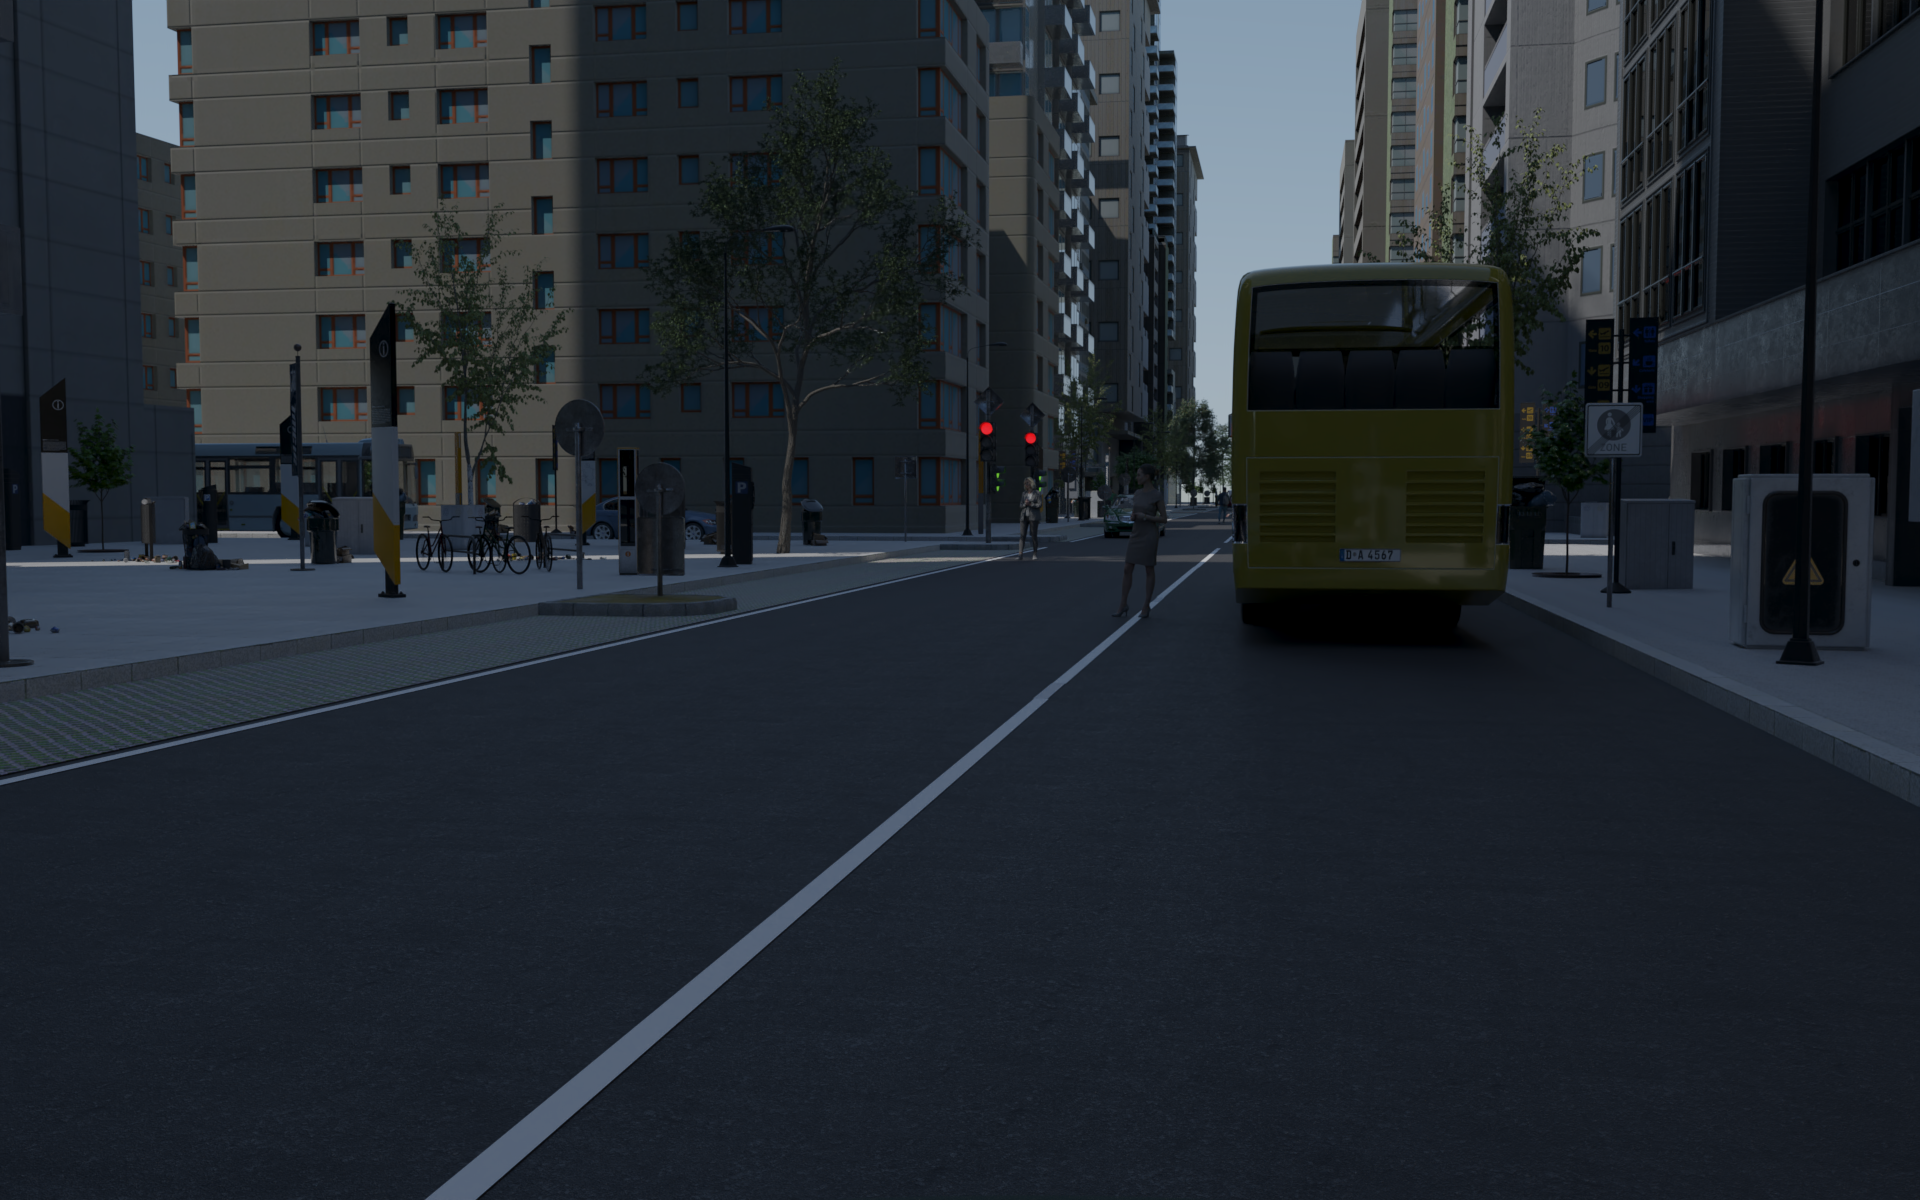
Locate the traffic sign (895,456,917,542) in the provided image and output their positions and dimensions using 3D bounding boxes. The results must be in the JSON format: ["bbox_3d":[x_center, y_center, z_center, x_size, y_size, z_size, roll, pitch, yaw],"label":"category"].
[{"bbox_3d":[-1.462,-2.716,46.530,0.606,2.300,0.079,1,4,15],"label":"traffic sign"}]

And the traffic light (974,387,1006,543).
[{"bbox_3d":[0.759,-3.443,45.211,0.839,4.253,0.868,1,4,11],"label":"traffic light"}]

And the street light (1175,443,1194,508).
[{"bbox_3d":[20.282,-11.343,157.994,1.470,5.913,1.316,1,4,11],"label":"street light"}]

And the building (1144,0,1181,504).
[{"bbox_3d":[18.582,-56.010,228.433,22.319,86.520,31.000,1,4,11],"label":"building"}]

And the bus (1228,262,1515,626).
[{"bbox_3d":[4.758,-1.850,21.796,2.896,3.916,12.252,1,4,9],"label":"bus"}]

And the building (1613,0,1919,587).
[{"bbox_3d":[18.719,-12.465,22.870,14.314,24.678,30.058,1,4,11],"label":"building"}]

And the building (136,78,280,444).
[{"bbox_3d":[-53.975,-14.557,83.046,28.899,21.520,27.650,1,4,11],"label":"building"}]

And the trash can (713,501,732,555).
[{"bbox_3d":[-4.882,-1.544,36.898,0.748,1.137,0.748,0,3,0],"label":"trash can"}]

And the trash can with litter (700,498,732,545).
[{"bbox_3d":[-6.095,-1.979,43.745,1.055,1.170,0.624,2,4,28],"label":"trash can with litter"}]

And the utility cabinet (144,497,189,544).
[{"bbox_3d":[-20.228,-2.020,44.185,1.020,1.237,0.306,0,4,-3],"label":"utility cabinet"}]

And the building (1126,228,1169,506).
[{"bbox_3d":[14.996,-25.432,187.510,14.160,30.474,14.107,1,4,11],"label":"building"}]

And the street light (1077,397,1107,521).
[{"bbox_3d":[6.380,-6.777,83.337,1.470,5.913,1.316,1,4,11],"label":"street light"}]

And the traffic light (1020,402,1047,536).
[{"bbox_3d":[2.223,-3.923,53.061,0.839,4.253,0.868,1,4,11],"label":"traffic light"}]

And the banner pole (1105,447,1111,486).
[{"bbox_3d":[7.976,-6.318,93.314,0.401,3.779,0.863,-1,4,-16],"label":"banner pole"}]

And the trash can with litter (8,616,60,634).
[{"bbox_3d":[-9.139,-0.288,15.763,1.678,1.210,2.233,0,4,-6],"label":"trash can with litter"}]

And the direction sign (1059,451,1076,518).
[{"bbox_3d":[5.693,-6.099,91.710,0.876,3.537,0.379,0,4,-4],"label":"direction sign"}]

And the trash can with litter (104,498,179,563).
[{"bbox_3d":[-15.405,-1.329,32.783,1.678,1.210,2.233,-2,4,-35],"label":"trash can with litter"}]

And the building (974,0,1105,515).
[{"bbox_3d":[-3.495,-29.897,108.420,23.786,49.044,30.456,1,4,11],"label":"building"}]

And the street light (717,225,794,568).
[{"bbox_3d":[-3.546,-3.523,30.138,1.470,5.913,1.316,1,4,11],"label":"street light"}]

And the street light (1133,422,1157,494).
[{"bbox_3d":[11.854,-8.564,112.568,1.470,5.913,1.316,1,4,11],"label":"street light"}]

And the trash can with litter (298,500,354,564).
[{"bbox_3d":[-11.677,-1.259,31.974,0.624,1.170,1.055,1,4,9],"label":"trash can with litter"}]

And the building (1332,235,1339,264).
[{"bbox_3d":[65.426,-36.028,272.644,14.154,41.232,14.086,1,4,11],"label":"building"}]

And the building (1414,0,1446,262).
[{"bbox_3d":[34.343,-27.612,101.569,14.600,45.320,14.200,1,4,11],"label":"building"}]

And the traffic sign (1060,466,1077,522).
[{"bbox_3d":[4.946,-4.830,79.083,0.768,2.556,0.104,1,4,18],"label":"traffic sign"}]

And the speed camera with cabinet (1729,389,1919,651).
[{"bbox_3d":[7.522,-1.219,14.269,2.038,3.252,0.660,1,4,13],"label":"speed camera with cabinet"}]

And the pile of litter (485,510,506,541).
[{"bbox_3d":[-13.058,-2.053,47.539,1.176,0.858,1.719,-2,4,-32],"label":"pile of litter"}]

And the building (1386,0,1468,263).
[{"bbox_3d":[40.858,-27.749,137.289,14.154,41.232,14.086,1,4,11],"label":"building"}]

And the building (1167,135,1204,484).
[{"bbox_3d":[21.366,-40.993,259.470,28.713,52.752,27.495,1,4,11],"label":"building"}]

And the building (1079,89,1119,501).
[{"bbox_3d":[-2.303,-27.546,142.265,32.217,40.220,23.993,1,4,11],"label":"building"}]

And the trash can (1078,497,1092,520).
[{"bbox_3d":[6.212,-4.570,86.369,0.748,1.137,0.748,0,3,0],"label":"trash can"}]

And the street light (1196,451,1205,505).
[{"bbox_3d":[25.800,-13.134,187.273,1.470,5.913,1.316,1,4,11],"label":"street light"}]

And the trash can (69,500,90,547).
[{"bbox_3d":[-21.627,-1.873,42.279,0.748,1.137,0.748,0,3,0],"label":"trash can"}]

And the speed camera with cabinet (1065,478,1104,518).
[{"bbox_3d":[6.647,-5.996,92.368,2.038,3.252,0.660,0,4,7],"label":"speed camera with cabinet"}]

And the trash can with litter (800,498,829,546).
[{"bbox_3d":[-3.566,-1.947,43.218,0.624,1.170,1.055,-2,4,-28],"label":"trash can with litter"}]

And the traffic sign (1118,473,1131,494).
[{"bbox_3d":[10.058,-6.481,106.070,0.768,2.556,0.104,1,4,19],"label":"traffic sign"}]

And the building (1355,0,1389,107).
[{"bbox_3d":[46.453,-32.481,154.766,21.300,48.544,21.600,1,4,11],"label":"building"}]

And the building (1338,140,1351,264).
[{"bbox_3d":[60.012,-36.700,223.753,21.300,48.544,21.600,1,4,11],"label":"building"}]

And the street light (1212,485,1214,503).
[{"bbox_3d":[30.073,-14.537,210.222,1.470,5.913,1.316,1,4,11],"label":"street light"}]

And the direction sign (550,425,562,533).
[{"bbox_3d":[-13.319,-3.978,57.035,0.379,3.537,0.876,0,4,-4],"label":"direction sign"}]

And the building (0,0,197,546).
[{"bbox_3d":[-33.725,-36.747,39.059,20.611,71.187,20.563,1,4,11],"label":"building"}]

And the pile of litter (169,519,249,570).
[{"bbox_3d":[-12.875,-0.960,29.669,1.176,0.858,1.719,-3,4,-36],"label":"pile of litter"}]

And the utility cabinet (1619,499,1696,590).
[{"bbox_3d":[9.400,-0.750,23.428,1.020,1.237,0.306,-1,4,-11],"label":"utility cabinet"}]

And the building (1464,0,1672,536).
[{"bbox_3d":[32.683,-31.559,57.988,28.212,58.520,21.231,1,4,11],"label":"building"}]

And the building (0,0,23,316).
[{"bbox_3d":[-23.956,-23.827,9.180,23.786,49.044,30.456,1,4,11],"label":"building"}]

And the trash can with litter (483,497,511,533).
[{"bbox_3d":[-15.231,-2.794,57.077,1.055,1.170,0.624,2,4,32],"label":"trash can with litter"}]

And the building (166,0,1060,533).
[{"bbox_3d":[-11.421,-13.911,72.480,27.650,21.520,28.899,1,4,11],"label":"building"}]

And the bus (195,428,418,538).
[{"bbox_3d":[-22.639,-3.598,53.689,13.247,3.499,2.948,1,4,12],"label":"bus"}]

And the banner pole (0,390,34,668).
[{"bbox_3d":[-7.356,-1.403,12.964,0.863,3.779,0.401,2,4,30],"label":"banner pole"}]

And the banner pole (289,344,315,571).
[{"bbox_3d":[-11.156,-2.393,29.143,0.401,3.779,0.863,-2,4,-33],"label":"banner pole"}]

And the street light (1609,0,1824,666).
[{"bbox_3d":[5.825,-2.476,13.029,1.470,5.913,1.316,1,4,11],"label":"street light"}]

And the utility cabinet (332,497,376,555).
[{"bbox_3d":[-12.812,-1.569,36.814,1.020,1.237,0.306,1,4,13],"label":"utility cabinet"}]

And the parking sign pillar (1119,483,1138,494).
[{"bbox_3d":[11.997,-8.244,123.260,1.447,3.967,1.447,1,4,21],"label":"parking sign pillar"}]

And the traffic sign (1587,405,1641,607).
[{"bbox_3d":[7.347,-1.064,19.532,0.606,2.300,0.079,1,4,11],"label":"traffic sign"}]

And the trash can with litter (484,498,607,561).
[{"bbox_3d":[-8.042,-1.386,33.718,2.233,1.210,1.678,0,4,-6],"label":"trash can with litter"}]

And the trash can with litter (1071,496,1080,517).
[{"bbox_3d":[6.443,-5.100,94.773,0.624,1.170,1.055,1,4,10],"label":"trash can with litter"}]

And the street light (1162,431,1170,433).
[{"bbox_3d":[14.877,-9.537,128.472,1.470,5.913,1.316,1,4,11],"label":"street light"}]

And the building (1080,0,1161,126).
[{"bbox_3d":[4.022,-35.370,167.537,28.713,52.752,27.495,1,4,11],"label":"building"}]

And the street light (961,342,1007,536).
[{"bbox_3d":[0.760,-4.936,53.245,1.470,5.913,1.316,1,4,11],"label":"street light"}]

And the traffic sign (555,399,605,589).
[{"bbox_3d":[-5.127,-1.417,23.281,0.768,2.556,0.104,1,4,20],"label":"traffic sign"}]
